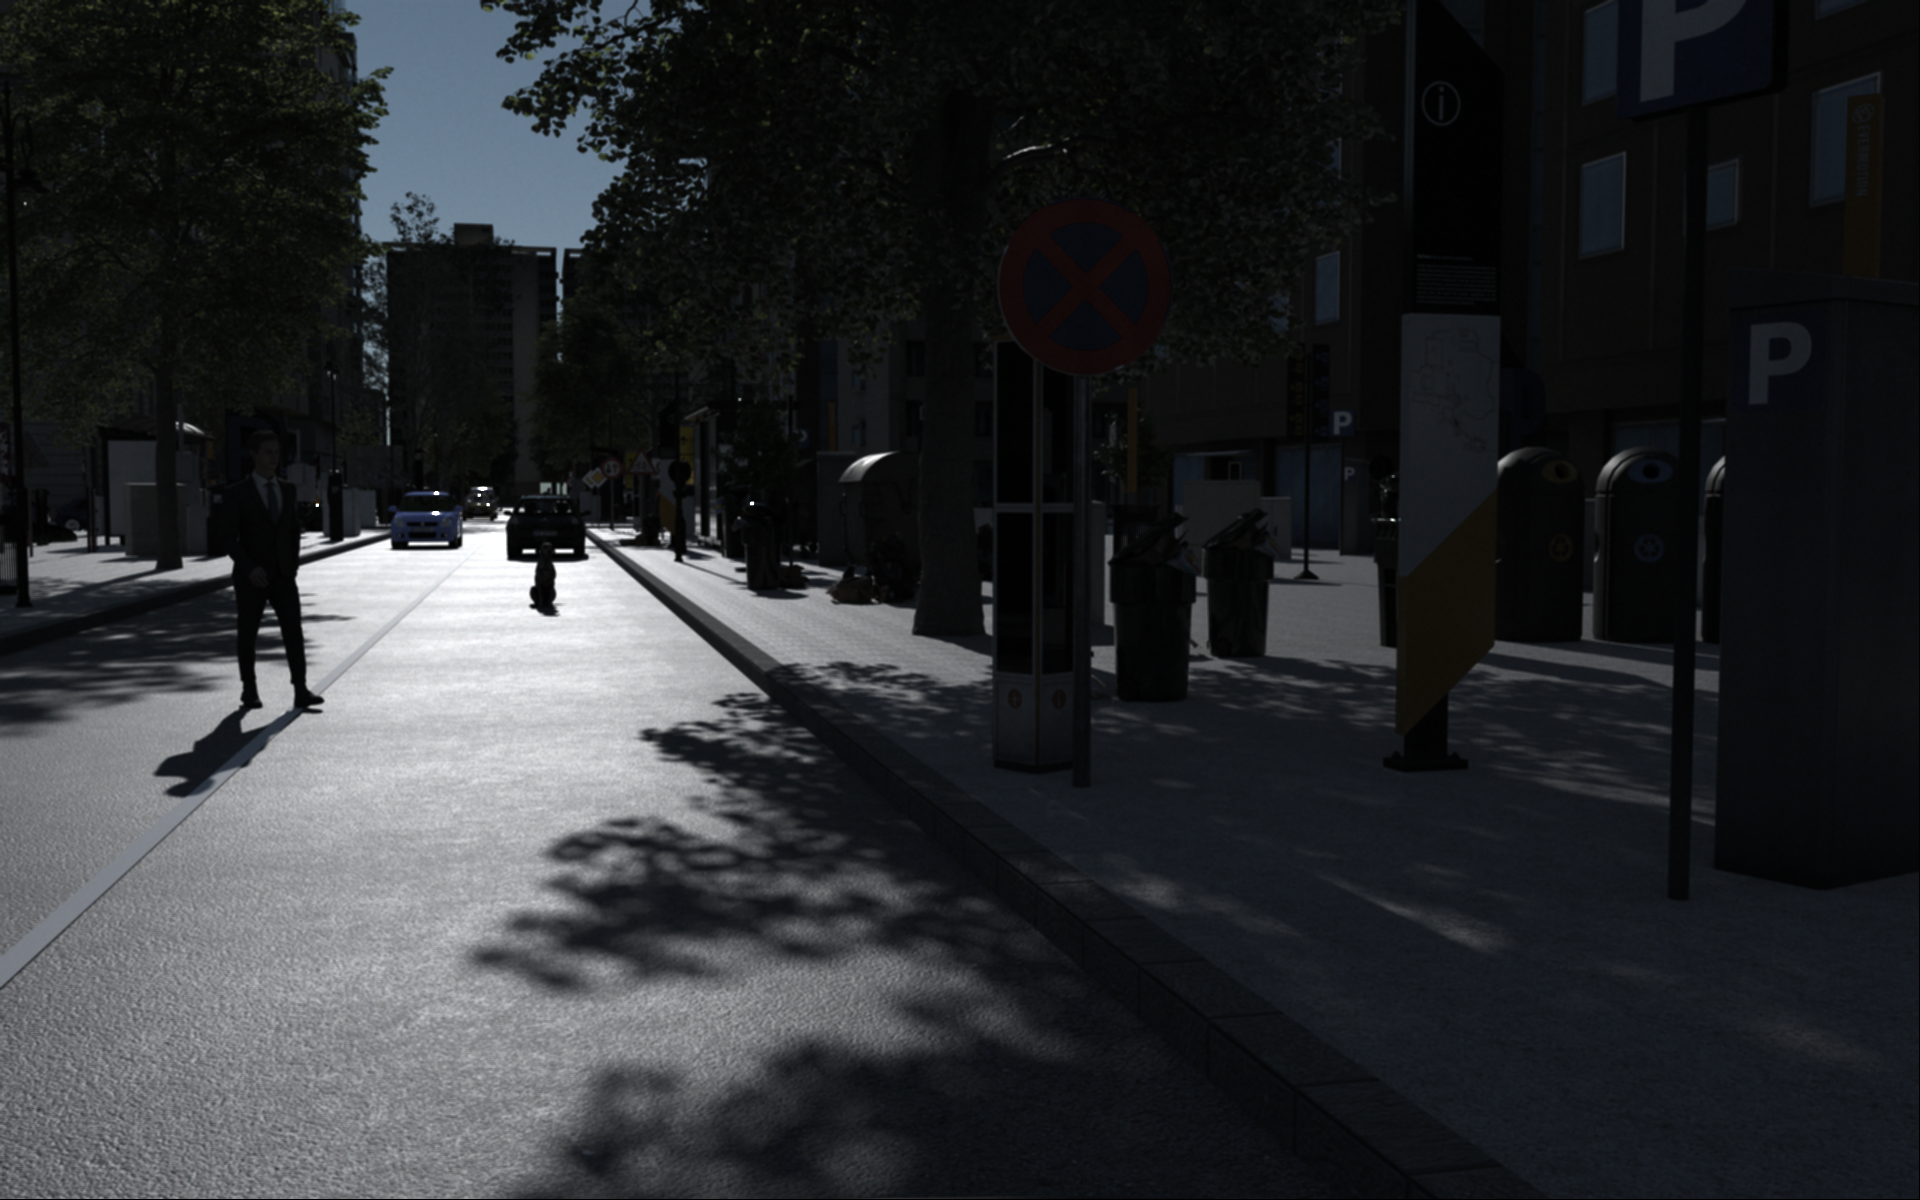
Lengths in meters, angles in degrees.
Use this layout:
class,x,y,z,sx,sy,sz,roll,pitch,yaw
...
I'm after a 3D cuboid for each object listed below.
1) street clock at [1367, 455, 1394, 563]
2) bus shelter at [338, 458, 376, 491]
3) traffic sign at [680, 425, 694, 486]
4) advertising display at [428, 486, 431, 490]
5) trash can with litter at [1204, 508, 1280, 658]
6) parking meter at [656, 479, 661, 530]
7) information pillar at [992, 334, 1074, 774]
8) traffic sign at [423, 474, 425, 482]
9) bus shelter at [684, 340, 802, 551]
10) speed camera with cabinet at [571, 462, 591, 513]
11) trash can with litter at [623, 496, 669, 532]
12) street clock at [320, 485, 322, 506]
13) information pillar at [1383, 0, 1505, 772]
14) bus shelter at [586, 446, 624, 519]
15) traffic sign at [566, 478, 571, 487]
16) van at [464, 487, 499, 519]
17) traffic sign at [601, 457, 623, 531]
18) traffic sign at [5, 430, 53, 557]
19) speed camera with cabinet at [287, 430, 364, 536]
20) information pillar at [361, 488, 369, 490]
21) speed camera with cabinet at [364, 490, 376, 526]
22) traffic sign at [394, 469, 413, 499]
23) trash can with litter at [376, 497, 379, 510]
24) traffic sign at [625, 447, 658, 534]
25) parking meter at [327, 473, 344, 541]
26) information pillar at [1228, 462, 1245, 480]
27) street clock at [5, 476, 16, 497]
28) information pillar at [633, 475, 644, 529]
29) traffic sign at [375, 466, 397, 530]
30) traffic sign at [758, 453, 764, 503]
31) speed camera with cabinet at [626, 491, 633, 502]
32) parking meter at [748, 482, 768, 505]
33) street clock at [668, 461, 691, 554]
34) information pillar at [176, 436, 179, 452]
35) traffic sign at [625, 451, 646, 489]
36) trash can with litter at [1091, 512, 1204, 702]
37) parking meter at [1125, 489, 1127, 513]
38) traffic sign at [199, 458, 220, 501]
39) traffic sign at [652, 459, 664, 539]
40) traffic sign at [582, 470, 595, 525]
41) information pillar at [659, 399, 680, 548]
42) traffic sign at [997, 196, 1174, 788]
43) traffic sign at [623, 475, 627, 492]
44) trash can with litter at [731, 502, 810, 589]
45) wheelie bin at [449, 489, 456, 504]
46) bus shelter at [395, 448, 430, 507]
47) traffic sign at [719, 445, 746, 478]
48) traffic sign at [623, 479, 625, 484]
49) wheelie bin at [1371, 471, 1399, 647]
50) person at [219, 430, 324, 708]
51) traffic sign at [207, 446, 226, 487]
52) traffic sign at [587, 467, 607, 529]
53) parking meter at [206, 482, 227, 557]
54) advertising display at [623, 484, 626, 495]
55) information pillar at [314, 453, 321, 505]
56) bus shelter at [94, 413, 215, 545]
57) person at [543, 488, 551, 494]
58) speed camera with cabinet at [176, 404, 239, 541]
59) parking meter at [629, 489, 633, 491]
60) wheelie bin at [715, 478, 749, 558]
class,x,y,z,sx,sy,sz,roll,pitch,yaw
street clock,7.829,-1.695,32.282,0.471,2.002,0.358,1,4,11
bus shelter,-31.725,-6.013,92.233,2.014,3.302,5.546,-1,4,-14
traffic sign,-7.276,-3.501,51.109,2.265,3.308,0.079,0,4,-7
advertising display,-40.149,-7.704,131.166,0.123,1.923,0.974,-1,4,-21
trash can with litter,1.964,-0.141,13.696,1.055,1.170,0.624,0,4,1
parking meter,-10.928,-3.471,62.465,0.255,1.863,0.399,2,4,30
information pillar,0.358,-0.218,8.058,0.304,2.012,0.304,-3,5,-43
traffic sign,-31.356,-6.128,100.291,0.768,2.556,0.104,-1,4,-12
bus shelter,-5.587,-3.987,42.823,2.179,5.291,8.768,-1,4,-14
speed camera with cabinet,-21.710,-6.457,99.906,0.660,3.252,2.038,-3,4,-39
trash can with litter,-10.080,-2.893,58.359,2.233,1.210,1.678,1,4,14
street clock,-51.131,-8.187,138.420,0.358,2.002,0.471,1,4,13
information pillar,2.259,-1.020,8.026,0.504,3.616,0.183,-1,4,-16
bus shelter,-17.824,-5.855,87.006,1.731,3.624,6.357,-1,4,-14
traffic sign,-29.319,-7.994,130.808,0.768,2.556,0.104,0,4,-4
van,-28.203,-5.820,102.173,2.013,2.044,4.112,-1,4,-13
traffic sign,-12.097,-3.678,60.245,0.768,2.556,0.104,0,4,-7
traffic sign,-18.939,-2.156,35.249,0.884,2.594,0.081,-1,4,-10
speed camera with cabinet,-19.601,-3.611,53.374,2.038,3.252,0.660,0,4,1
information pillar,-25.267,-4.228,73.615,0.304,2.012,0.304,-1,4,-22
speed camera with cabinet,-24.479,-4.586,69.315,2.038,3.252,0.660,-3,5,-44
traffic sign,-22.339,-4.027,69.487,0.795,2.450,0.064,-1,4,-14
trash can with litter,-34.797,-5.575,102.208,2.233,1.210,1.678,0,4,-6
traffic sign,-8.724,-2.905,47.505,0.884,2.594,0.081,0,4,-4
parking meter,-17.125,-2.554,47.467,0.399,1.863,0.255,-1,4,-20
information pillar,6.336,-2.154,39.702,0.304,2.012,0.304,2,4,26
street clock,-37.874,-3.953,69.203,0.358,2.002,0.471,1,4,22
information pillar,-11.678,-3.572,62.900,0.304,2.012,0.304,1,4,17
traffic sign,-20.445,-3.553,61.729,0.795,2.450,0.064,-1,4,-14
traffic sign,-3.619,-1.947,31.939,0.768,2.556,0.104,0,4,-5
speed camera with cabinet,-18.890,-6.542,101.291,0.660,3.252,2.038,-2,4,-32
parking meter,-3.870,-1.515,33.174,0.372,1.533,0.369,0,3,0
street clock,-6.038,-2.006,37.371,0.471,2.002,0.358,2,4,33
information pillar,-25.030,-3.896,55.060,0.183,3.616,0.504,2,4,29
traffic sign,-14.779,-5.416,82.427,2.265,3.308,0.079,-1,4,-9
trash can with litter,0.960,0.035,10.810,1.055,1.170,0.624,0,4,6
parking meter,7.573,-4.404,77.711,0.255,1.863,0.399,-3,4,-37
traffic sign,-21.370,-2.886,49.319,0.606,2.300,0.079,-1,4,-11
traffic sign,-8.460,-2.881,49.230,0.606,2.300,0.079,-1,4,-12
traffic sign,-15.151,-4.133,71.214,0.795,2.450,0.064,-1,4,-14
information pillar,-6.892,-3.051,41.244,0.504,3.616,0.183,0,4,4
traffic sign,0.534,-0.454,7.522,0.768,2.556,0.104,0,4,-6
traffic sign,-22.652,-7.179,117.480,0.768,2.556,0.104,0,4,-5
trash can with litter,-2.561,-0.746,23.580,0.624,1.170,1.055,2,4,33
wheelie bin,-34.703,-6.675,117.046,0.980,1.594,0.693,3,4,37
bus shelter,-28.791,-6.074,90.592,1.731,3.624,6.357,-1,4,-14
traffic sign,-4.658,-2.052,35.675,0.606,2.300,0.079,0,4,-4
traffic sign,-22.903,-7.014,116.801,0.606,2.300,0.079,0,4,-5
wheelie bin,3.844,-0.398,14.422,0.693,1.594,0.980,-1,4,-14
person,-4.579,-0.201,11.562,0.755,1.850,0.659,3,5,40
traffic sign,-19.924,-2.871,46.938,0.884,2.594,0.081,0,4,-8
traffic sign,-13.256,-3.658,63.456,0.795,2.450,0.064,-1,4,-14
parking meter,-15.322,-1.668,35.683,0.372,1.533,0.369,0,3,0
advertising display,-22.357,-6.612,113.321,0.974,1.923,0.123,-1,4,-19
information pillar,-36.906,-6.614,99.497,0.183,3.616,0.504,1,4,12
bus shelter,-21.276,-3.179,45.896,2.014,3.302,5.546,-1,4,-14
person,-24.186,-5.671,101.406,0.592,1.802,0.473,1,4,9
speed camera with cabinet,-16.732,-2.713,38.697,2.038,3.252,0.660,-3,5,-43
parking meter,-27.181,-8.399,143.027,0.255,1.863,0.399,0,4,6
wheelie bin,-4.427,-1.652,34.913,0.980,1.594,0.693,-1,4,-15
